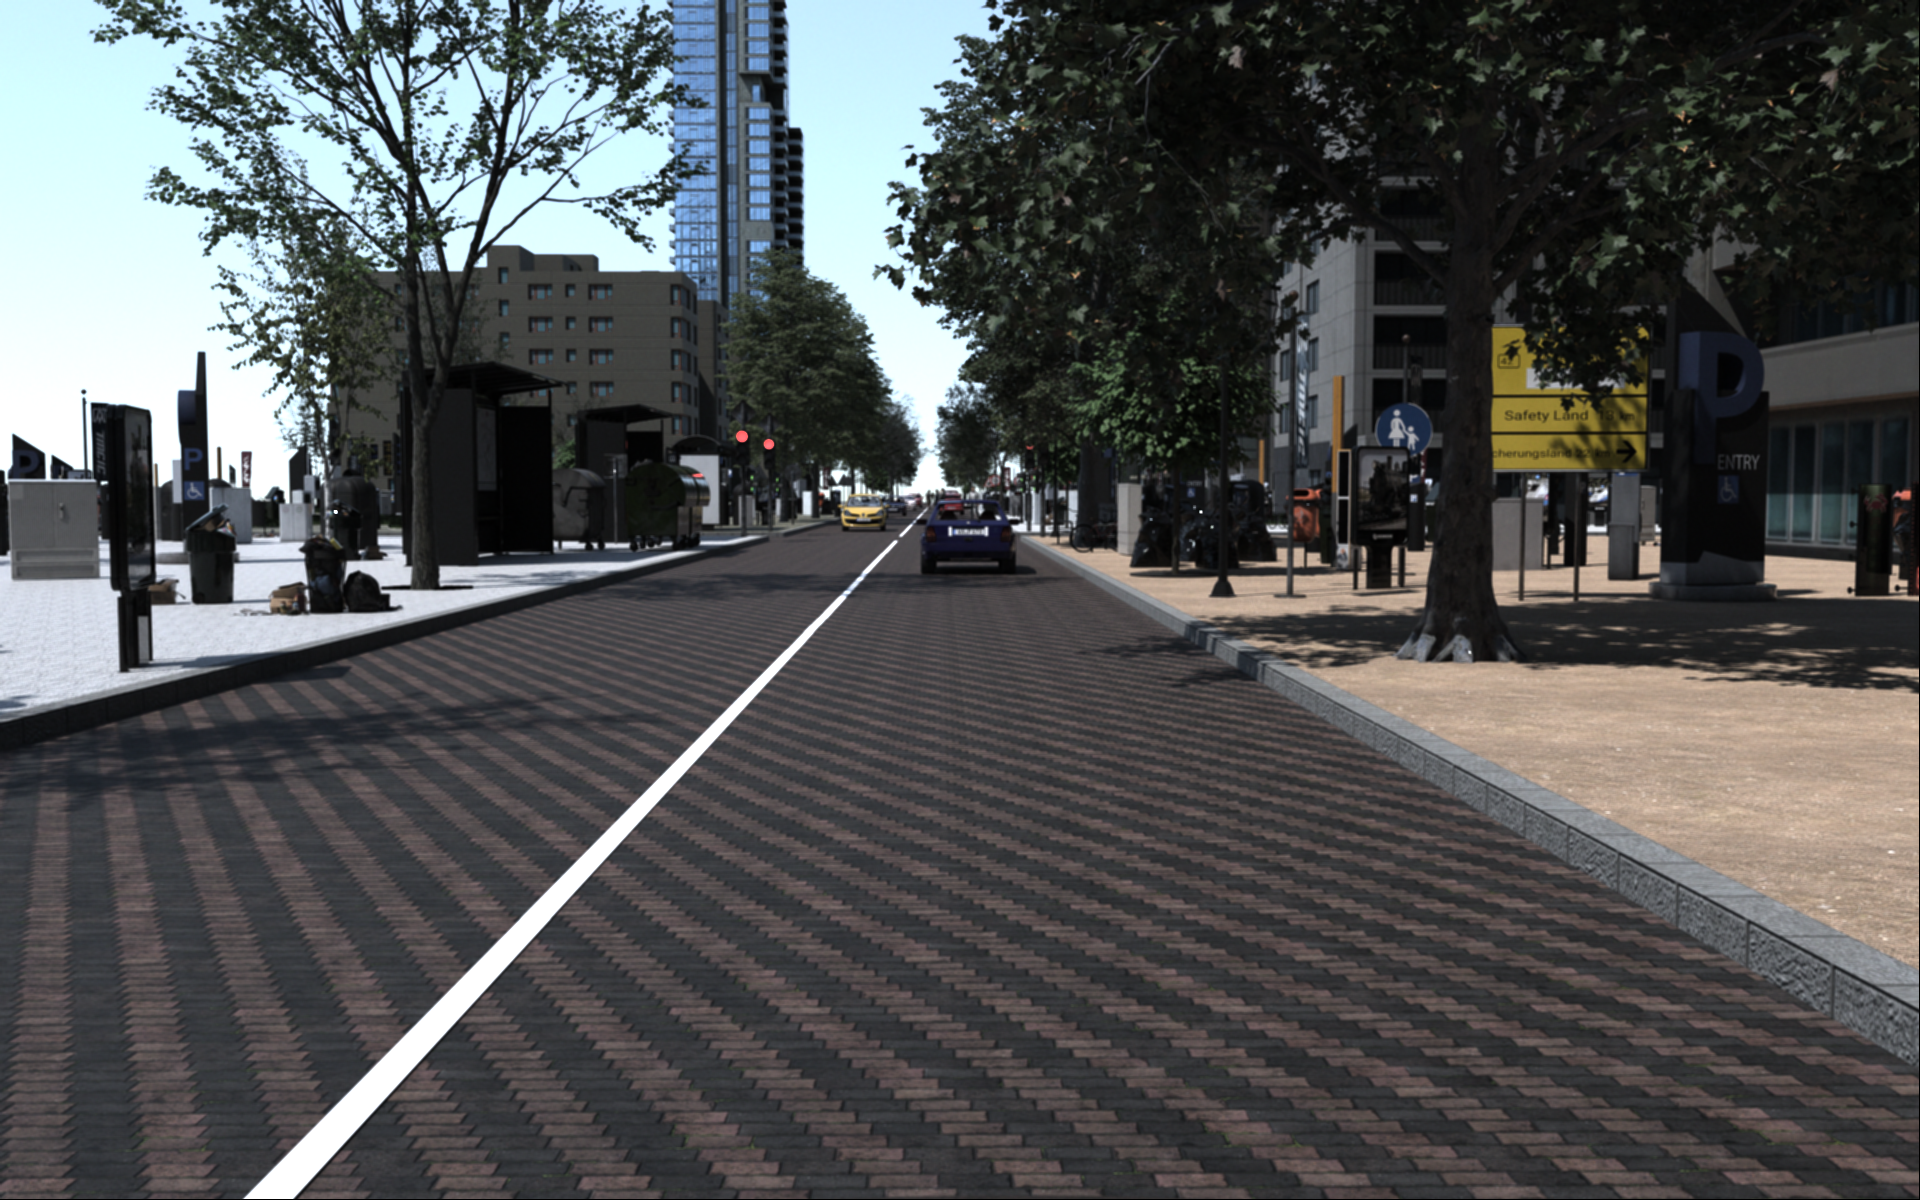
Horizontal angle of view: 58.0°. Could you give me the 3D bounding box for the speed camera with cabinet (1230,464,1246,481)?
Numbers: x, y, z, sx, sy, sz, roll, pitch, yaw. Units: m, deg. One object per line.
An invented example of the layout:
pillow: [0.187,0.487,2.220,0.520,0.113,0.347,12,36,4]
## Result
speed camera with cabinet: [13.168,-5.280,80.662,0.660,3.252,2.038,2,4,28]

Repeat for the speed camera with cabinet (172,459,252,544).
speed camera with cabinet: [-18.996,-3.038,44.002,0.660,3.252,2.038,1,4,23]

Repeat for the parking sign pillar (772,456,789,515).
parking sign pillar: [-11.271,-7.371,108.989,1.447,3.967,1.447,2,4,29]

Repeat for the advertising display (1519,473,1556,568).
advertising display: [10.092,-1.536,30.328,0.123,1.923,0.974,-1,4,-14]

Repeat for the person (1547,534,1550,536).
person: [18.653,-2.742,55.140,0.589,1.601,0.330,-2,4,-28]

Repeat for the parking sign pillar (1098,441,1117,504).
parking sign pillar: [5.114,-4.388,60.218,1.447,3.967,1.447,1,4,16]

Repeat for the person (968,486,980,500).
person: [0.744,-4.931,88.960,0.661,1.843,0.795,2,4,25]

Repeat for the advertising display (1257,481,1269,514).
advertising display: [15.207,-5.067,88.061,0.974,1.923,0.123,0,4,-1]

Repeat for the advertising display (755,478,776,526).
advertising display: [-7.932,-4.004,70.671,0.974,1.923,0.123,-3,5,-45]

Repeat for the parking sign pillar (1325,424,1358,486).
parking sign pillar: [14.528,-4.744,66.030,1.447,3.967,1.447,-2,4,-35]

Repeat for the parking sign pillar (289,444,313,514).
parking sign pillar: [-35.507,-6.409,93.257,1.447,3.967,1.447,2,4,29]

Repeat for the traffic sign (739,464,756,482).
traffic sign: [-8.885,-4.435,72.614,0.768,2.556,0.104,1,4,9]

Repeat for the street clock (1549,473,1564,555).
street clock: [12.550,-1.955,36.541,0.358,2.002,0.471,1,4,12]

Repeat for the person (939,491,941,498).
person: [-2.392,-11.794,201.862,0.617,1.759,0.750,3,4,37]

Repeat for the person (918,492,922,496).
person: [-6.368,-15.762,266.943,1.217,1.736,0.721,0,4,-7]

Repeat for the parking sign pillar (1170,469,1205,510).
parking sign pillar: [8.455,-4.635,64.249,1.447,3.967,1.447,-2,4,-29]

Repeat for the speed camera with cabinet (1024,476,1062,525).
speed camera with cabinet: [3.387,-4.789,72.628,0.660,3.252,2.038,-2,4,-27]

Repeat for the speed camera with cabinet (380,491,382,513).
speed camera with cabinet: [-27.906,-5.289,80.811,0.660,3.252,2.038,1,4,21]

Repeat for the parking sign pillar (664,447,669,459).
parking sign pillar: [-16.770,-6.795,99.571,1.447,3.967,1.447,-1,4,-18]

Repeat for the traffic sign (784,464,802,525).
traffic sign: [-7.005,-4.429,72.528,0.768,2.556,0.104,0,4,6]

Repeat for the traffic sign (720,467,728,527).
traffic sign: [-9.189,-3.937,66.493,0.606,2.300,0.079,0,4,5]

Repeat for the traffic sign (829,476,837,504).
traffic sign: [-8.902,-7.358,120.314,0.884,2.594,0.081,0,4,4]

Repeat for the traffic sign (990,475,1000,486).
traffic sign: [2.303,-6.885,112.673,0.768,2.556,0.104,0,4,0]

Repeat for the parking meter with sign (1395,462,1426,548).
parking meter with sign: [10.786,-2.782,41.751,0.543,3.016,1.738,0,4,-5]

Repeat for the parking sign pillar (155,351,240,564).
parking sign pillar: [-14.207,-2.672,32.161,1.447,3.967,1.447,-1,4,-21]

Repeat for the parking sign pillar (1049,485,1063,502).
parking sign pillar: [6.338,-7.693,114.253,1.447,3.967,1.447,-1,4,-16]

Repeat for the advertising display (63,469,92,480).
advertising display: [-23.016,-2.447,45.223,0.123,1.923,0.974,1,4,11]

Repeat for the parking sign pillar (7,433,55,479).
parking sign pillar: [-41.240,-5.396,76.697,1.447,3.967,1.447,-1,4,-11]

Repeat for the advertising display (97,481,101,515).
advertising display: [-39.047,-4.441,77.825,0.123,1.923,0.974,2,4,27]

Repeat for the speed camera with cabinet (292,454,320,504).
speed camera with cabinet: [-31.710,-5.486,84.035,0.660,3.252,2.038,0,4,3]

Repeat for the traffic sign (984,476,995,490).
traffic sign: [2.116,-7.541,123.291,0.884,2.594,0.081,0,4,3]

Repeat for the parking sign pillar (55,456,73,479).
parking sign pillar: [-60.656,-7.871,117.158,1.447,3.967,1.447,-2,4,-35]

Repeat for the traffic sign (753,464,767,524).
traffic sign: [-8.650,-4.555,74.482,0.884,2.594,0.081,0,3,0]

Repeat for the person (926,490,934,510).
person: [-2.819,-9.290,160.390,0.705,1.824,1.348,2,4,30]

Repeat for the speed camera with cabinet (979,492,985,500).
speed camera with cabinet: [2.528,-8.406,131.776,2.038,3.252,0.660,-1,4,-13]

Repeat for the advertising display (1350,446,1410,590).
advertising display: [5.664,-1.110,23.368,0.974,1.923,0.123,-2,4,-30]

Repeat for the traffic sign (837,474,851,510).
traffic sign: [-7.283,-6.647,108.683,0.884,2.594,0.081,0,4,5]

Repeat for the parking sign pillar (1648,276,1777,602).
parking sign pillar: [9.220,-1.997,21.123,1.447,3.967,1.447,-2,4,-24]

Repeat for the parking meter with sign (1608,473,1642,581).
parking meter with sign: [10.126,-1.842,26.376,0.543,3.016,1.738,1,4,21]

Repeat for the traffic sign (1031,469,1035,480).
traffic sign: [3.669,-4.920,80.541,0.768,2.556,0.104,0,4,3]

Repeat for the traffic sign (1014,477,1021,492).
traffic sign: [4.124,-7.321,119.806,0.768,2.556,0.104,0,4,4]

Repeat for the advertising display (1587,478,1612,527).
advertising display: [25.307,-3.869,68.472,0.974,1.923,0.123,3,4,36]

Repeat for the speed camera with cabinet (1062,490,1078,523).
speed camera with cabinet: [4.252,-5.005,76.171,2.038,3.252,0.660,0,4,-3]

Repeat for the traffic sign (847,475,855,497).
traffic sign: [-7.506,-7.129,116.564,0.884,2.594,0.081,0,4,0]

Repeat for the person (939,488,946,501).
person: [-1.166,-5.803,103.651,0.573,1.790,0.520,2,4,23]

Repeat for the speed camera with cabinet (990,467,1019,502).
speed camera with cabinet: [3.303,-8.219,128.723,2.038,3.252,0.660,1,4,10]

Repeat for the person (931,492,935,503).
person: [-4.551,-17.206,289.919,1.348,1.812,0.705,0,4,-2]

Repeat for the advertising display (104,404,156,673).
advertising display: [-6.128,-0.466,12.832,0.123,1.923,0.974,-1,4,-14]

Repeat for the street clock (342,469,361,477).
street clock: [-17.608,-2.789,50.174,0.471,2.002,0.358,1,4,13]

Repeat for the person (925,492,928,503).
person: [-5.392,-16.809,283.416,1.350,1.814,0.705,-2,4,-31]

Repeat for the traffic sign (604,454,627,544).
traffic sign: [-8.846,-2.590,44.475,0.606,2.300,0.079,0,4,4]

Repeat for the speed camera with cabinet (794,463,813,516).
speed camera with cabinet: [-9.102,-6.610,102.404,0.660,3.252,2.038,-3,4,-37]

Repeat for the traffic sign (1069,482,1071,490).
traffic sign: [5.305,-5.098,83.451,0.768,2.556,0.104,0,4,4]

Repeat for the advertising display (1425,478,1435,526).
advertising display: [18.488,-3.871,68.506,0.123,1.923,0.974,-1,4,-14]

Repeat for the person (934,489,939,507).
person: [-1.795,-7.576,132.544,0.526,1.800,0.537,-2,4,-23]

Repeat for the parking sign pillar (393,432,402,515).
parking sign pillar: [-24.347,-5.376,76.371,1.447,3.967,1.447,2,4,26]
